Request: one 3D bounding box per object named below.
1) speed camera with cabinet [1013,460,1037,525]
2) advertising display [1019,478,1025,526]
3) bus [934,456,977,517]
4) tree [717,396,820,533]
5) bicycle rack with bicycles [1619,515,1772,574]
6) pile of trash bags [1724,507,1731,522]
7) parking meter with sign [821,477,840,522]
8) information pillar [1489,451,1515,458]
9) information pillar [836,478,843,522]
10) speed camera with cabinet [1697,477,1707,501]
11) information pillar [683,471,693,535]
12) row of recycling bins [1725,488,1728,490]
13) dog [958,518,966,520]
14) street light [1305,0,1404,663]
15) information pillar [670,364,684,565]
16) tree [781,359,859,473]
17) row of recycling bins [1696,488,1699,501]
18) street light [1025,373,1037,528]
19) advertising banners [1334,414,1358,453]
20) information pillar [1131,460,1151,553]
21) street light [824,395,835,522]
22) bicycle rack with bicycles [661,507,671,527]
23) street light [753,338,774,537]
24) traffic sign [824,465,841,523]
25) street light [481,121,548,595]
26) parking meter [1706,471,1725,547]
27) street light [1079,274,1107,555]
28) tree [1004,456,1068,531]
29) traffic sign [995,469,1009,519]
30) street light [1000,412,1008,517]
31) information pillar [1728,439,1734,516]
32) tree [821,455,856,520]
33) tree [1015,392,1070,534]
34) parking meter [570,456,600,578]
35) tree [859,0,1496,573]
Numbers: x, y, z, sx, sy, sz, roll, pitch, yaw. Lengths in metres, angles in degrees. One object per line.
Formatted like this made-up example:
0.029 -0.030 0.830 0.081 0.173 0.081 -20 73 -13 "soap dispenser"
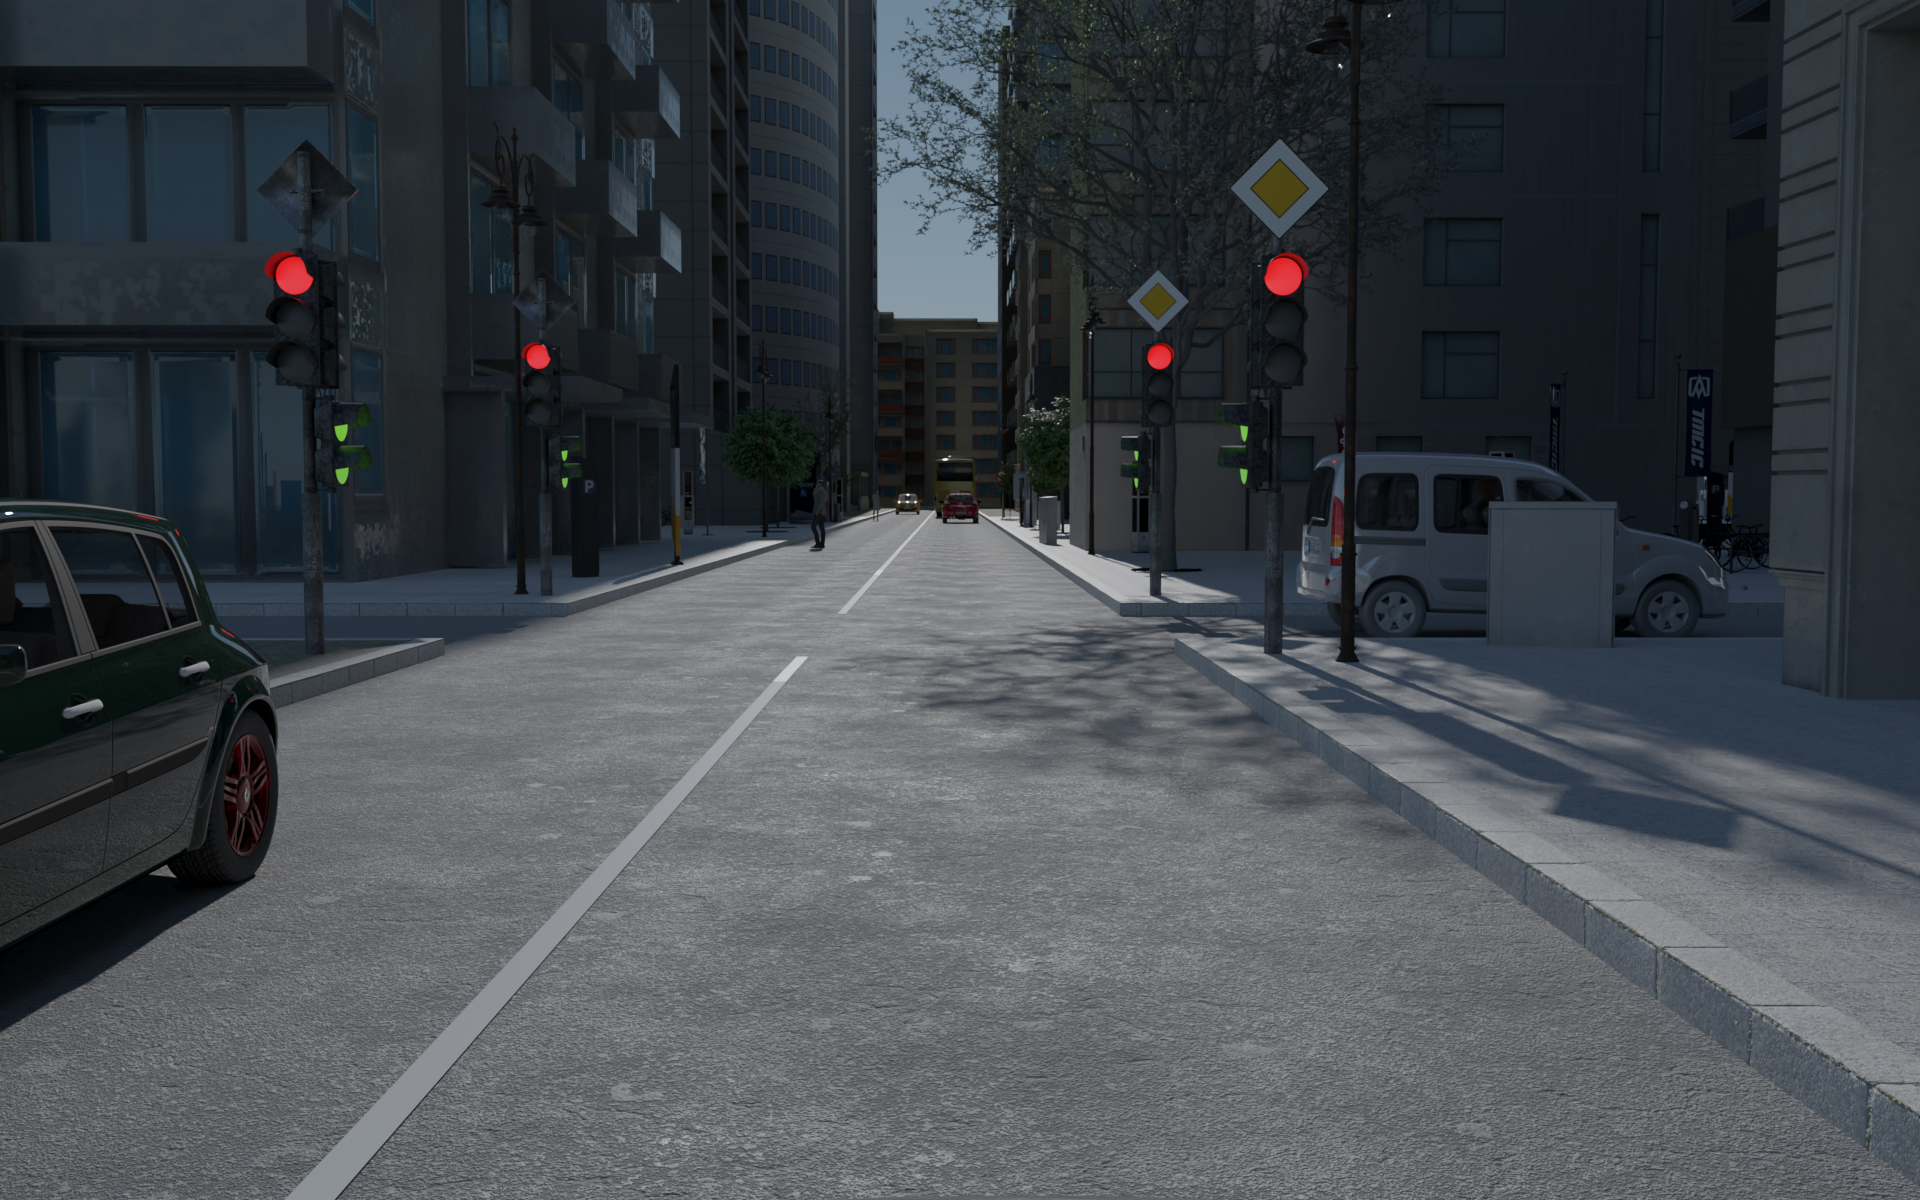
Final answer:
2.722 -4.771 72.333 0.660 3.252 2.038 1 4 16 "speed camera with cabinet"
2.463 -3.896 68.907 0.123 1.923 0.974 0 4 7 "advertising display"
-0.298 -7.336 111.494 2.896 3.916 12.252 0 4 0 "bus"
-6.485 -4.559 58.254 4.285 4.588 4.351 0 3 0 "tree"
13.000 -0.950 28.918 2.925 0.926 2.852 0 4 -5 "bicycle rack with bicycles"
40.941 -4.769 87.720 3.447 1.369 1.912 -1 4 -14 "pile of trash bags"
-6.339 -5.064 79.051 1.738 3.016 0.543 1 4 15 "parking meter with sign"
9.291 -1.545 29.752 0.304 2.012 0.304 -2 4 -35 "information pillar"
-5.591 -4.633 80.248 0.304 2.012 0.304 0 4 -1 "information pillar"
35.293 -5.415 82.877 0.660 3.252 2.038 2 4 30 "speed camera with cabinet"
-8.620 -3.083 54.905 0.304 2.012 0.304 -1 4 -9 "information pillar"
42.041 -5.234 92.681 1.069 1.692 3.534 0 4 -7 "row of recycling bins"
0.130 -4.638 96.030 0.550 0.427 0.748 1 4 9 "dog"
2.966 -2.465 13.088 0.468 5.910 1.993 0 4 0 "street light"
-5.165 -2.451 31.429 0.183 3.616 0.504 -1 4 -19 "information pillar"
-7.373 -8.796 94.177 4.360 8.622 3.978 0 3 0 "tree"
30.661 -4.058 73.454 1.069 1.692 3.534 1 4 18 "row of recycling bins"
2.707 -5.700 65.982 0.468 5.910 1.993 0 4 0 "street light"
9.219 -2.552 37.907 2.074 3.025 0.090 1 4 19 "advertising banners"
3.917 -2.022 37.546 0.304 2.012 0.304 -1 4 -23 "information pillar"
-6.077 -6.609 80.850 0.468 5.910 1.993 0 4 0 "street light"
-12.395 -3.359 68.303 2.925 0.926 2.852 0 4 -7 "bicycle rack with bicycles"
-5.826 -4.810 51.426 0.468 5.910 1.993 0 4 0 "street light"
-5.639 -4.662 76.335 0.768 2.556 0.104 0 4 6 "traffic sign"
-5.614 -3.010 22.001 0.468 5.910 1.993 0 4 0 "street light"
18.402 -2.230 42.179 0.399 1.863 0.255 2 4 24 "parking meter"
2.789 -3.900 36.557 0.468 5.910 1.993 0 4 0 "street light"
2.851 -4.036 60.590 1.663 3.219 1.824 0 3 0 "tree"
2.197 -5.438 89.019 0.768 2.556 0.104 0 4 3 "traffic sign"
2.435 -7.534 95.975 0.468 5.910 1.993 0 4 0 "street light"
29.590 -4.577 66.195 0.183 3.616 0.504 -1 4 -20 "information pillar"
-6.247 -5.636 86.745 1.663 3.219 1.824 0 3 0 "tree"
3.400 -4.435 56.233 4.285 4.588 4.351 0 3 0 "tree"
-5.781 -1.286 26.738 0.255 1.863 0.399 3 5 43 "parking meter"
3.498 -7.209 28.243 12.009 13.543 11.850 0 3 0 "tree"
